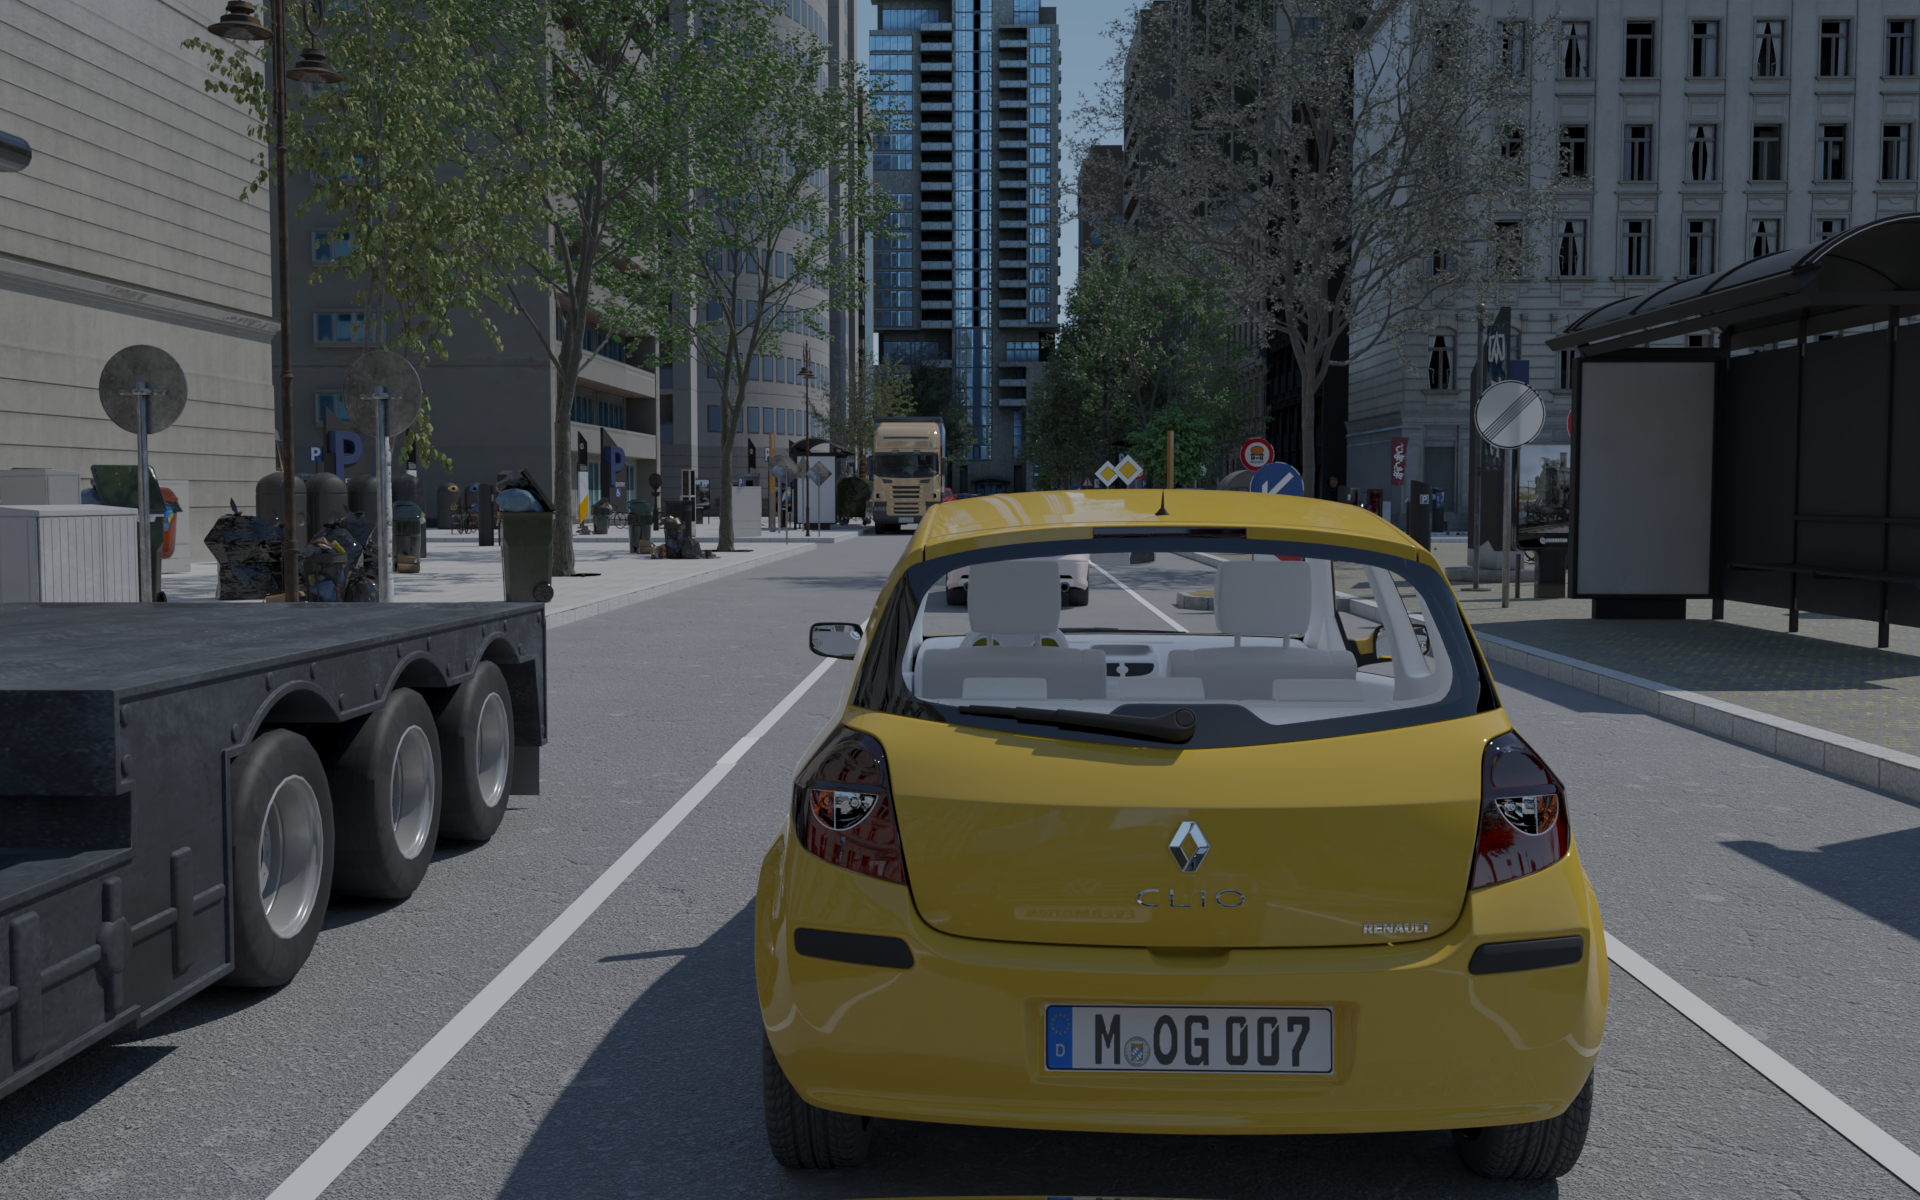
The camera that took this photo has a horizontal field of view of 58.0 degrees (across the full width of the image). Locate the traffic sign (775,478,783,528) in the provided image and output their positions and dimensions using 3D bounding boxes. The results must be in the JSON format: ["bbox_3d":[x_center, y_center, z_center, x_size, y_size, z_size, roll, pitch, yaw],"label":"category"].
[{"bbox_3d":[-6.734,-3.863,65.296,0.606,2.300,0.079,0,4,4],"label":"traffic sign"}]

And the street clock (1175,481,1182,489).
[{"bbox_3d":[9.485,-4.321,75.211,0.471,2.002,0.358,-1,4,-20],"label":"street clock"}]

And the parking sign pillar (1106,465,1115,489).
[{"bbox_3d":[8.970,-6.960,102.269,1.447,3.967,1.447,1,4,11],"label":"parking sign pillar"}]

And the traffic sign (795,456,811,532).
[{"bbox_3d":[-5.325,-3.596,58.793,0.884,2.594,0.081,1,4,9],"label":"traffic sign"}]

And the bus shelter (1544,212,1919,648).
[{"bbox_3d":[6.999,-1.302,15.207,2.014,3.302,5.546,0,4,1],"label":"bus shelter"}]

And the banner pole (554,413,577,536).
[{"bbox_3d":[-12.146,-3.864,53.195,0.401,3.779,0.863,2,4,33],"label":"banner pole"}]

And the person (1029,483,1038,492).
[{"bbox_3d":[2.779,-3.469,65.316,0.850,1.850,0.679,-1,4,-19],"label":"person"}]

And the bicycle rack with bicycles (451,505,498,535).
[{"bbox_3d":[-15.302,-2.590,55.722,2.852,0.926,2.925,1,4,14],"label":"bicycle rack with bicycles"}]

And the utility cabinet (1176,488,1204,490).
[{"bbox_3d":[8.674,-3.495,65.816,1.173,1.500,0.318,-2,4,-26],"label":"utility cabinet"}]

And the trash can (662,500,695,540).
[{"bbox_3d":[-6.573,-1.763,40.480,0.748,1.137,0.748,0,3,0],"label":"trash can"}]

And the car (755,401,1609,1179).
[{"bbox_3d":[0.491,0.315,5.078,2.015,1.641,3.980,0,4,2],"label":"car"}]

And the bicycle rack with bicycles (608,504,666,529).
[{"bbox_3d":[-11.789,-3.117,64.352,2.925,0.926,2.852,3,4,37],"label":"bicycle rack with bicycles"}]

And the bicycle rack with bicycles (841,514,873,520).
[{"bbox_3d":[-5.174,-4.296,83.622,2.925,0.926,2.852,0,4,-6],"label":"bicycle rack with bicycles"}]

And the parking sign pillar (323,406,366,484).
[{"bbox_3d":[-19.099,-3.995,53.796,1.447,3.967,1.447,2,4,28],"label":"parking sign pillar"}]

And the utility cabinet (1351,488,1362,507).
[{"bbox_3d":[13.895,-3.210,61.161,0.318,1.500,1.173,2,4,28],"label":"utility cabinet"}]

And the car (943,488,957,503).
[{"bbox_3d":[-1.275,-5.836,104.094,2.281,1.827,5.304,0,4,2],"label":"car"}]

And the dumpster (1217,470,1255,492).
[{"bbox_3d":[6.925,-2.193,41.619,1.264,1.857,1.865,0,4,1],"label":"dumpster"}]

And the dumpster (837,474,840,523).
[{"bbox_3d":[-5.841,-4.523,76.445,1.502,2.255,1.985,0,4,1],"label":"dumpster"}]

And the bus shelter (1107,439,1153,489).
[{"bbox_3d":[7.613,-5.251,77.137,1.731,3.624,6.357,0,4,1],"label":"bus shelter"}]

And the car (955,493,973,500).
[{"bbox_3d":[0.346,-8.035,140.405,2.155,1.783,4.494,0,4,0],"label":"car"}]

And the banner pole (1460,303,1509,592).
[{"bbox_3d":[6.901,-1.995,22.632,0.401,3.779,0.863,-1,4,-15],"label":"banner pole"}]

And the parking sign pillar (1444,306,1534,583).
[{"bbox_3d":[7.946,-2.272,25.617,1.447,3.967,1.447,0,4,-2],"label":"parking sign pillar"}]

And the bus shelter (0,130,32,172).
[{"bbox_3d":[-6.583,-1.721,5.766,2.179,5.291,8.768,0,4,1],"label":"bus shelter"}]

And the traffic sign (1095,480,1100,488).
[{"bbox_3d":[9.540,-7.155,119.106,0.606,2.300,0.079,0,4,2],"label":"traffic sign"}]

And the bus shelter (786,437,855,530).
[{"bbox_3d":[-5.124,-4.304,64.289,2.014,3.302,5.546,0,4,1],"label":"bus shelter"}]

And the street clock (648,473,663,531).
[{"bbox_3d":[-10.623,-3.420,60.490,0.471,2.002,0.358,0,4,-1],"label":"street clock"}]

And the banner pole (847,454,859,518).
[{"bbox_3d":[-5.792,-6.391,94.516,0.863,3.779,0.401,-1,4,-12],"label":"banner pole"}]

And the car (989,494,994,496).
[{"bbox_3d":[3.459,-9.787,170.240,2.015,1.641,3.980,0,4,1],"label":"car"}]

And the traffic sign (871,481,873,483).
[{"bbox_3d":[-5.216,-6.389,104.471,0.884,2.594,0.081,0,4,8],"label":"traffic sign"}]

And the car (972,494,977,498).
[{"bbox_3d":[1.293,-10.518,183.978,2.014,1.417,4.499,0,4,1],"label":"car"}]

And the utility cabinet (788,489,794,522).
[{"bbox_3d":[-7.632,-4.304,79.048,1.173,1.500,0.318,3,5,41],"label":"utility cabinet"}]

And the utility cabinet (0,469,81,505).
[{"bbox_3d":[-8.236,-0.421,15.559,1.173,1.500,0.318,3,5,44],"label":"utility cabinet"}]

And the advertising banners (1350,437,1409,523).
[{"bbox_3d":[12.870,-3.525,53.818,2.074,3.025,0.090,1,4,22],"label":"advertising banners"}]

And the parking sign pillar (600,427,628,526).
[{"bbox_3d":[-14.083,-5.014,70.443,1.447,3.967,1.447,1,4,21],"label":"parking sign pillar"}]

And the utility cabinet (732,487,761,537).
[{"bbox_3d":[-6.489,-2.638,51.803,0.318,1.500,1.173,3,5,41],"label":"utility cabinet"}]

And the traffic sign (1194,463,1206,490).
[{"bbox_3d":[8.468,-3.804,62.308,0.768,2.556,0.104,0,4,2],"label":"traffic sign"}]

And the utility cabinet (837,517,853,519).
[{"bbox_3d":[-6.043,-4.865,90.698,1.020,1.237,0.306,3,5,43],"label":"utility cabinet"}]

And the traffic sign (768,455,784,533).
[{"bbox_3d":[-5.898,-3.446,56.443,0.768,2.556,0.104,1,4,11],"label":"traffic sign"}]

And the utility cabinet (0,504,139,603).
[{"bbox_3d":[-5.133,0.071,10.002,0.306,1.237,1.020,0,4,3],"label":"utility cabinet"}]

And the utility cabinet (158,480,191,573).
[{"bbox_3d":[-12.872,-1.158,27.619,0.318,1.500,1.173,2,4,23],"label":"utility cabinet"}]

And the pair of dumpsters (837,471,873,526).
[{"bbox_3d":[-4.353,-4.261,72.156,1.574,2.255,4.437,0,4,1],"label":"pair of dumpsters"}]

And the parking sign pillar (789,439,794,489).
[{"bbox_3d":[-7.718,-5.890,84.766,1.447,3.967,1.447,0,4,-4],"label":"parking sign pillar"}]

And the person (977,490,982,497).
[{"bbox_3d":[1.799,-8.969,155.231,0.705,1.814,1.350,2,4,24],"label":"person"}]

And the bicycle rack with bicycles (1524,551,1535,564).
[{"bbox_3d":[10.992,-1.142,32.048,2.925,0.926,2.852,1,4,16],"label":"bicycle rack with bicycles"}]

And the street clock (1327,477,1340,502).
[{"bbox_3d":[15.688,-4.176,72.840,0.471,2.002,0.358,2,4,33],"label":"street clock"}]

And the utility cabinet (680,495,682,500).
[{"bbox_3d":[-12.381,-4.198,79.803,1.020,1.237,0.306,1,4,19],"label":"utility cabinet"}]
